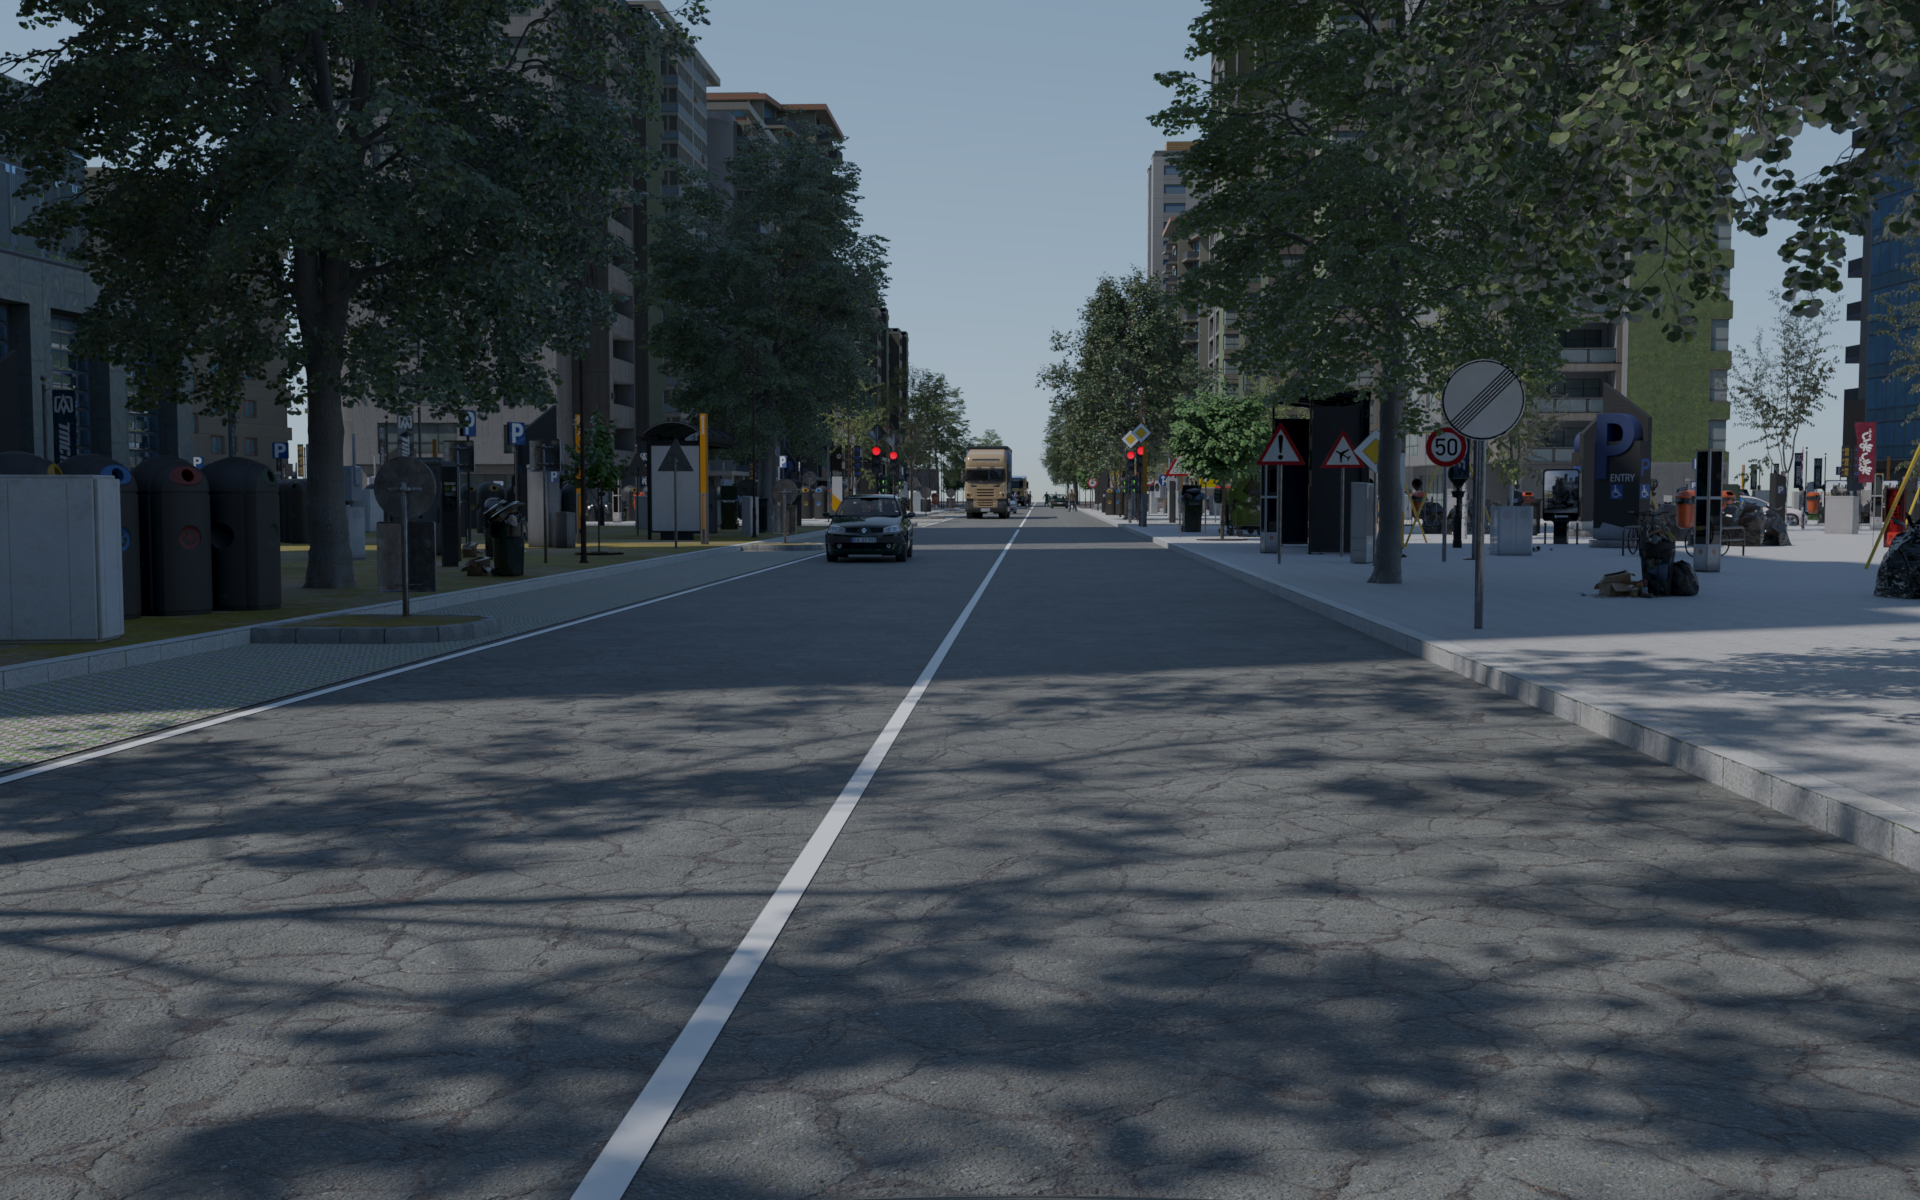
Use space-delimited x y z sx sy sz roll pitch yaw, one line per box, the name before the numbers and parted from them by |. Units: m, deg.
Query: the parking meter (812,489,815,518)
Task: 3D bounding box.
parking meter | -7.924 -5.126 92.214 0.372 1.533 0.369 0 3 0

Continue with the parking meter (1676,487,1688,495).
parking meter | 25.718 -3.260 61.717 0.372 1.533 0.369 0 3 0

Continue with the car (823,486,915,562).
car | -1.954 -1.723 37.960 2.009 1.686 4.222 0 4 1

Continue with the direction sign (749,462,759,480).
direction sign | -14.376 -7.923 121.543 0.876 3.537 0.379 -2 4 -30

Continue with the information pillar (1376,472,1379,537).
information pillar | 11.726 -2.661 47.992 0.304 2.012 0.304 0 4 4

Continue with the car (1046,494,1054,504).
car | 13.519 -14.797 253.730 2.131 1.459 4.920 0 4 2

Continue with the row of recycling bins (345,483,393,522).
row of recycling bins | -22.919 -3.634 66.533 1.069 1.692 3.534 3 5 41

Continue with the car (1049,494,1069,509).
car | 9.920 -9.977 172.916 2.009 1.686 4.222 0 4 2

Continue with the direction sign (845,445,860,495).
direction sign | -4.959 -5.389 80.105 0.876 3.537 0.379 -3 5 -41

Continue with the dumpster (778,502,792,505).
dumpster | -8.486 -4.750 83.428 1.264 1.857 1.865 0 4 3

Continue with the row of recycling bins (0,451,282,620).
row of recycling bins | -8.652 -0.671 18.079 1.069 1.692 3.534 2 4 24

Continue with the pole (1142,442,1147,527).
pole | 7.206 -4.508 67.547 0.158 3.312 0.155 0 3 0

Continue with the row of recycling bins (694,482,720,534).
row of recycling bins | -8.635 -3.086 57.570 1.069 1.692 3.534 -1 4 -15

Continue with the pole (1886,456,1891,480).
pole | 50.323 -6.122 93.930 0.158 3.312 0.155 0 3 0

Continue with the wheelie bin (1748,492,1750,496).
wheelie bin | 49.464 -6.210 109.433 0.693 1.594 0.980 -2 4 -26

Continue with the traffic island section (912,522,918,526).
traffic island section | -2.949 -3.345 76.971 2.009 0.180 2.903 0 4 3

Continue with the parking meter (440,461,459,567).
parking meter | -9.026 -1.523 30.609 0.255 1.863 0.399 -2 4 -23

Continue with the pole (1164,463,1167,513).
pole | 13.679 -7.425 115.245 0.158 3.312 0.155 0 3 0

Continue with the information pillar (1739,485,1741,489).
information pillar | 65.792 -8.684 146.468 0.304 2.012 0.304 0 4 3

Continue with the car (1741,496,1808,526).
car | 32.475 -3.626 71.647 4.827 1.381 2.083 0 4 4

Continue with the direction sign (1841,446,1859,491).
direction sign | 41.718 -5.450 81.097 0.876 3.537 0.379 2 4 30

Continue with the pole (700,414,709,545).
pole | -6.500 -3.070 44.033 0.158 3.312 0.155 0 3 0

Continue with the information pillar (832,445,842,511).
information pillar | -5.808 -5.550 82.101 0.504 3.616 0.183 0 4 -3

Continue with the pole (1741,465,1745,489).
pole | 54.404 -7.738 120.351 0.158 3.312 0.155 0 3 0

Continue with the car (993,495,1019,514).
car | 3.277 -7.030 126.942 2.014 1.417 4.499 0 4 1

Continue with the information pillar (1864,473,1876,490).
information pillar | 42.992 -5.535 81.859 0.183 3.616 0.504 -3 4 -36

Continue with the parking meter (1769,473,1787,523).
parking meter | 22.691 -2.591 48.067 0.399 1.863 0.255 -1 4 -13

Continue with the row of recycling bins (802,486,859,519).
row of recycling bins | -6.726 -4.986 88.641 3.534 1.692 1.069 2 4 25

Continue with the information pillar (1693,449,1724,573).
information pillar | 12.277 -1.463 28.417 0.304 2.012 0.304 -1 4 -22

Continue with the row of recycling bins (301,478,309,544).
row of recycling bins | -17.762 -2.387 46.148 1.069 1.692 3.534 -3 4 -37

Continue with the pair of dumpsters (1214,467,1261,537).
pair of dumpsters | 8.828 -3.117 53.455 1.574 2.255 4.437 0 4 3

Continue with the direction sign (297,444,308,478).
direction sign | -29.584 -5.276 78.266 0.876 3.537 0.379 2 4 27

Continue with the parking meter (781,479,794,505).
parking meter | -6.581 -3.651 65.408 0.255 1.863 0.399 -3 4 -38

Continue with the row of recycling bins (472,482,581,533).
row of recycling bins | -14.180 -3.068 57.271 3.534 1.692 1.069 -1 4 -11

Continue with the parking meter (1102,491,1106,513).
parking meter | 9.875 -6.734 118.513 0.372 1.533 0.369 0 3 0

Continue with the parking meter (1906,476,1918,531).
parking meter | 25.201 -2.457 45.883 0.255 1.863 0.399 2 4 31

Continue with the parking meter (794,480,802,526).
parking meter | -6.580 -3.920 69.808 0.255 1.863 0.399 -3 5 -43

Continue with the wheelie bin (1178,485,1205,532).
wheelie bin | 7.840 -3.082 58.304 0.980 1.594 0.693 0 4 -5

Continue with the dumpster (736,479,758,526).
dumpster | -8.294 -3.870 69.034 1.264 1.857 1.865 0 4 3

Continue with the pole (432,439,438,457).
pole | -19.442 -4.304 64.219 0.158 3.312 0.155 0 3 0

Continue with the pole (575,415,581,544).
pole | -9.796 -3.105 44.608 0.158 3.312 0.155 0 3 0

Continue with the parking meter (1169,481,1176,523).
parking meter | 9.407 -4.339 76.652 0.255 1.863 0.399 1 4 14

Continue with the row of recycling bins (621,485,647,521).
row of recycling bins | -14.393 -4.628 82.782 3.534 1.692 1.069 -1 4 -10

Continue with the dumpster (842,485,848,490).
dumpster | -7.284 -6.291 108.618 1.264 1.857 1.865 0 4 3

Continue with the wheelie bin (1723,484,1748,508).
wheelie bin | 23.918 -2.824 54.076 0.980 1.594 0.693 1 4 18

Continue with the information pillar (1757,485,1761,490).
information pillar | 64.936 -8.337 140.800 0.304 2.012 0.304 2 4 24

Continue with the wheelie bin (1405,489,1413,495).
wheelie bin | 27.602 -6.040 106.662 0.693 1.594 0.980 2 4 35

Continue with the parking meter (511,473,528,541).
parking meter | -12.074 -2.553 47.453 0.399 1.863 0.255 3 4 38

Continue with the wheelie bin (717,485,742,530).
wheelie bin | -8.396 -3.357 62.798 0.980 1.594 0.693 0 4 -5

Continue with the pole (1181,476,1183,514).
pole | 14.472 -7.298 113.172 0.158 3.312 0.155 0 3 0

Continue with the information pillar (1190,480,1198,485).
information pillar | 12.513 -5.396 92.709 0.304 2.012 0.304 -3 5 -44

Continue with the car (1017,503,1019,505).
car | 6.844 -13.287 227.465 2.015 1.641 3.980 0 4 3

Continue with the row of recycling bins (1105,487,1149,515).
row of recycling bins | 10.024 -5.949 104.375 1.069 1.692 3.534 -2 4 -33

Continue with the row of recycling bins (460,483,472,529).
row of recycling bins | -16.929 -3.509 64.478 3.534 1.692 1.069 0 4 2

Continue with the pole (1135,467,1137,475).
pole | 11.722 -7.461 115.830 0.158 3.312 0.155 0 3 0

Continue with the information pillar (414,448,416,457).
information pillar | -27.671 -5.905 87.894 0.183 3.616 0.504 0 4 -1
